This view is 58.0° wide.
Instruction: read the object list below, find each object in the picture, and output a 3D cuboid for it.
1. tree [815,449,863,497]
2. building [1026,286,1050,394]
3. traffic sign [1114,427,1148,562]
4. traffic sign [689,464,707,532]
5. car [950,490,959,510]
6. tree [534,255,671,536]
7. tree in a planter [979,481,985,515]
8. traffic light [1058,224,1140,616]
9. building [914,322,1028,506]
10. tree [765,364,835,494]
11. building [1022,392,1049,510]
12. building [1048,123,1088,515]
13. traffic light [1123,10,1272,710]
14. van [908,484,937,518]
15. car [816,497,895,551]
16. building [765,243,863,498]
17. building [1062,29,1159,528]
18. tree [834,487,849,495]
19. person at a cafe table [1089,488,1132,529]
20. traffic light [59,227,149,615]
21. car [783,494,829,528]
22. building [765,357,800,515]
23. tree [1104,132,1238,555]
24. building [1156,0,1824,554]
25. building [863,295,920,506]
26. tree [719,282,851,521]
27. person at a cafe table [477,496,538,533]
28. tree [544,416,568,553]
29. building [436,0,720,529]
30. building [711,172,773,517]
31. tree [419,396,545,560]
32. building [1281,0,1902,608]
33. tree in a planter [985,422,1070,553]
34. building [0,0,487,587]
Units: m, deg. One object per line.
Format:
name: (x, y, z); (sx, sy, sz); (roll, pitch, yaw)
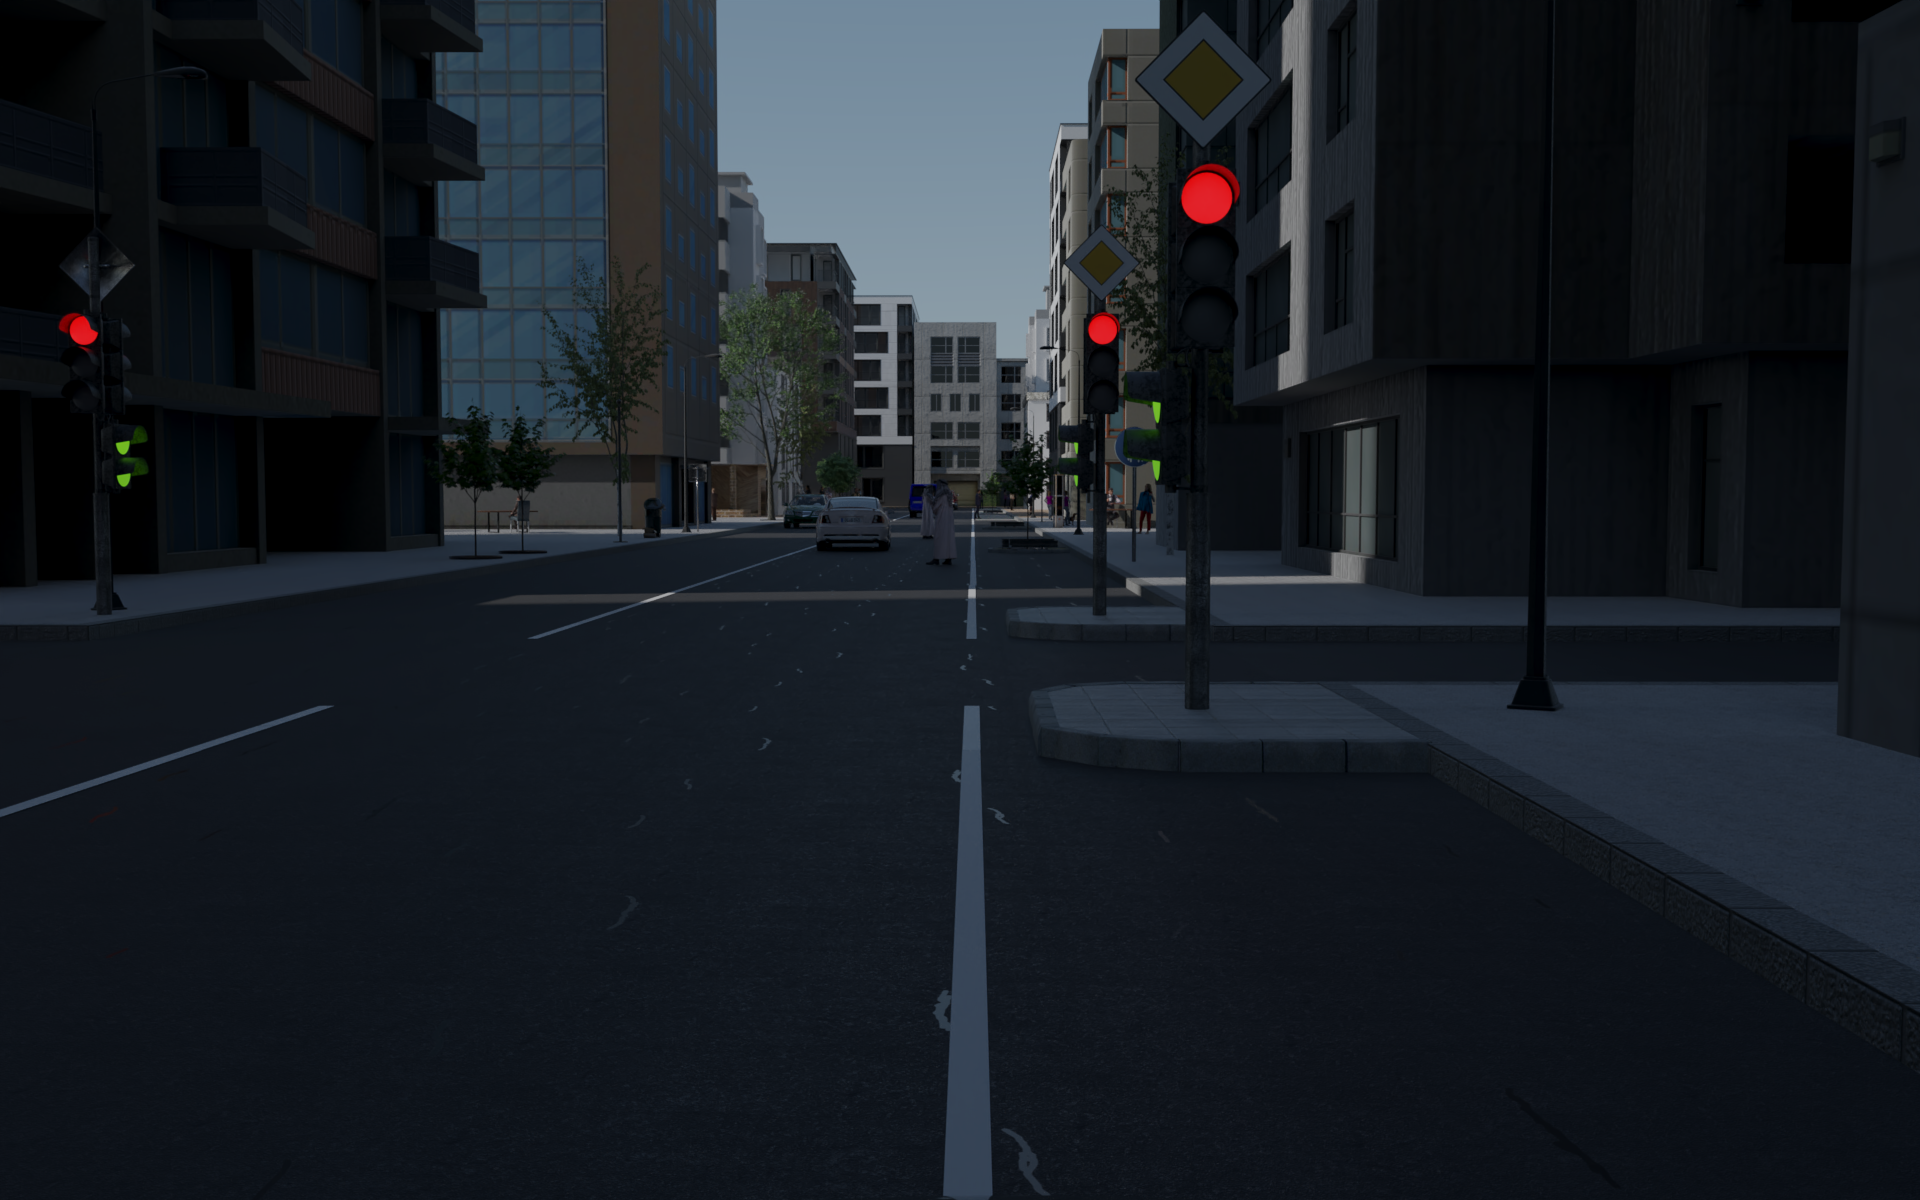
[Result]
tree: (-9.712, -9.324, 136.157); (4.285, 4.588, 4.351); (0, 3, 0)
building: (14.250, -18.737, 162.762); (16.016, 20.091, 11.380); (0, 4, 0)
traffic sign: (3.303, -2.000, 32.808); (0.768, 2.556, 0.104); (0, 4, 3)
traffic sign: (-8.900, -3.464, 58.770); (0.606, 2.300, 0.079); (0, 4, 1)
car: (-1.226, -9.055, 156.719); (2.281, 1.827, 5.304); (0, 4, 1)
tree: (-10.600, -6.254, 52.622); (4.737, 8.622, 4.395); (0, 3, 0)
tree in a planter: (2.272, -7.527, 120.293); (1.991, 3.239, 1.994); (0, 4, 0)
traffic light: (1.460, -1.793, 18.234); (0.839, 4.253, 0.868); (0, 4, 0)
building: (11.117, -19.575, 186.508); (31.486, 18.905, 16.747); (0, 4, 0)
tree: (-8.979, -8.987, 97.299); (4.737, 8.622, 4.395); (0, 3, 0)
building: (10.082, -12.284, 142.998); (9.099, 9.664, 28.070); (0, 4, 0)
building: (19.587, -16.388, 111.914); (27.936, 21.610, 32.646); (0, 4, 0)
traffic light: (1.399, -1.304, 10.249); (0.839, 4.253, 0.868); (0, 4, 0)
van: (-2.065, -6.227, 106.196); (2.240, 2.365, 5.245); (0, 4, 2)
car: (-2.752, -2.011, 45.238); (2.083, 1.381, 4.827); (0, 4, -1)
building: (-26.212, -19.029, 155.097); (32.646, 21.610, 27.936); (0, 4, 0)
building: (19.233, -14.309, 78.992); (27.650, 21.520, 28.899); (0, 4, 0)
tree: (-9.145, -8.407, 132.055); (1.663, 3.219, 1.824); (0, 3, 0)
person at a cafe table: (5.683, -3.417, 64.384); (1.698, 1.524, 1.622); (-1, 4, -10)
traffic light: (-9.081, -1.797, 18.298); (0.839, 4.253, 0.868); (0, 4, 0)
car: (-6.407, -3.806, 74.018); (2.131, 1.459, 4.920); (0, 4, 2)
building: (-15.454, -10.872, 119.898); (9.099, 9.664, 28.070); (0, 4, 0)
tree: (4.664, -5.257, 36.316); (4.737, 8.622, 4.395); (0, 3, 0)
building: (12.015, -16.726, 45.169); (14.160, 30.474, 14.107); (0, 4, 0)
building: (-21.096, -21.295, 192.140); (32.646, 21.610, 27.936); (0, 4, 0)
tree: (-9.126, -9.684, 84.082); (9.928, 11.665, 9.643); (0, 3, 0)
person at a cafe table: (-14.855, -2.854, 57.520); (1.698, 1.238, 1.726); (-3, 5, -40)
tree: (-9.555, -2.625, 37.520); (1.663, 3.219, 1.824); (0, 3, 0)
building: (-17.515, -25.564, 68.084); (14.600, 45.320, 14.200); (0, 4, 0)
building: (-19.192, -14.893, 99.919); (16.016, 20.091, 11.380); (0, 4, 0)
tree: (-9.576, -2.434, 34.403); (1.663, 3.219, 1.824); (0, 3, 0)
building: (11.783, -15.423, 23.864); (14.107, 30.474, 14.160); (0, 4, 0)
tree in a planter: (1.688, -2.795, 42.916); (1.991, 3.239, 1.994); (0, 4, 0)
building: (-22.398, -23.150, 33.131); (22.147, 44.769, 28.867); (0, 4, 0)
